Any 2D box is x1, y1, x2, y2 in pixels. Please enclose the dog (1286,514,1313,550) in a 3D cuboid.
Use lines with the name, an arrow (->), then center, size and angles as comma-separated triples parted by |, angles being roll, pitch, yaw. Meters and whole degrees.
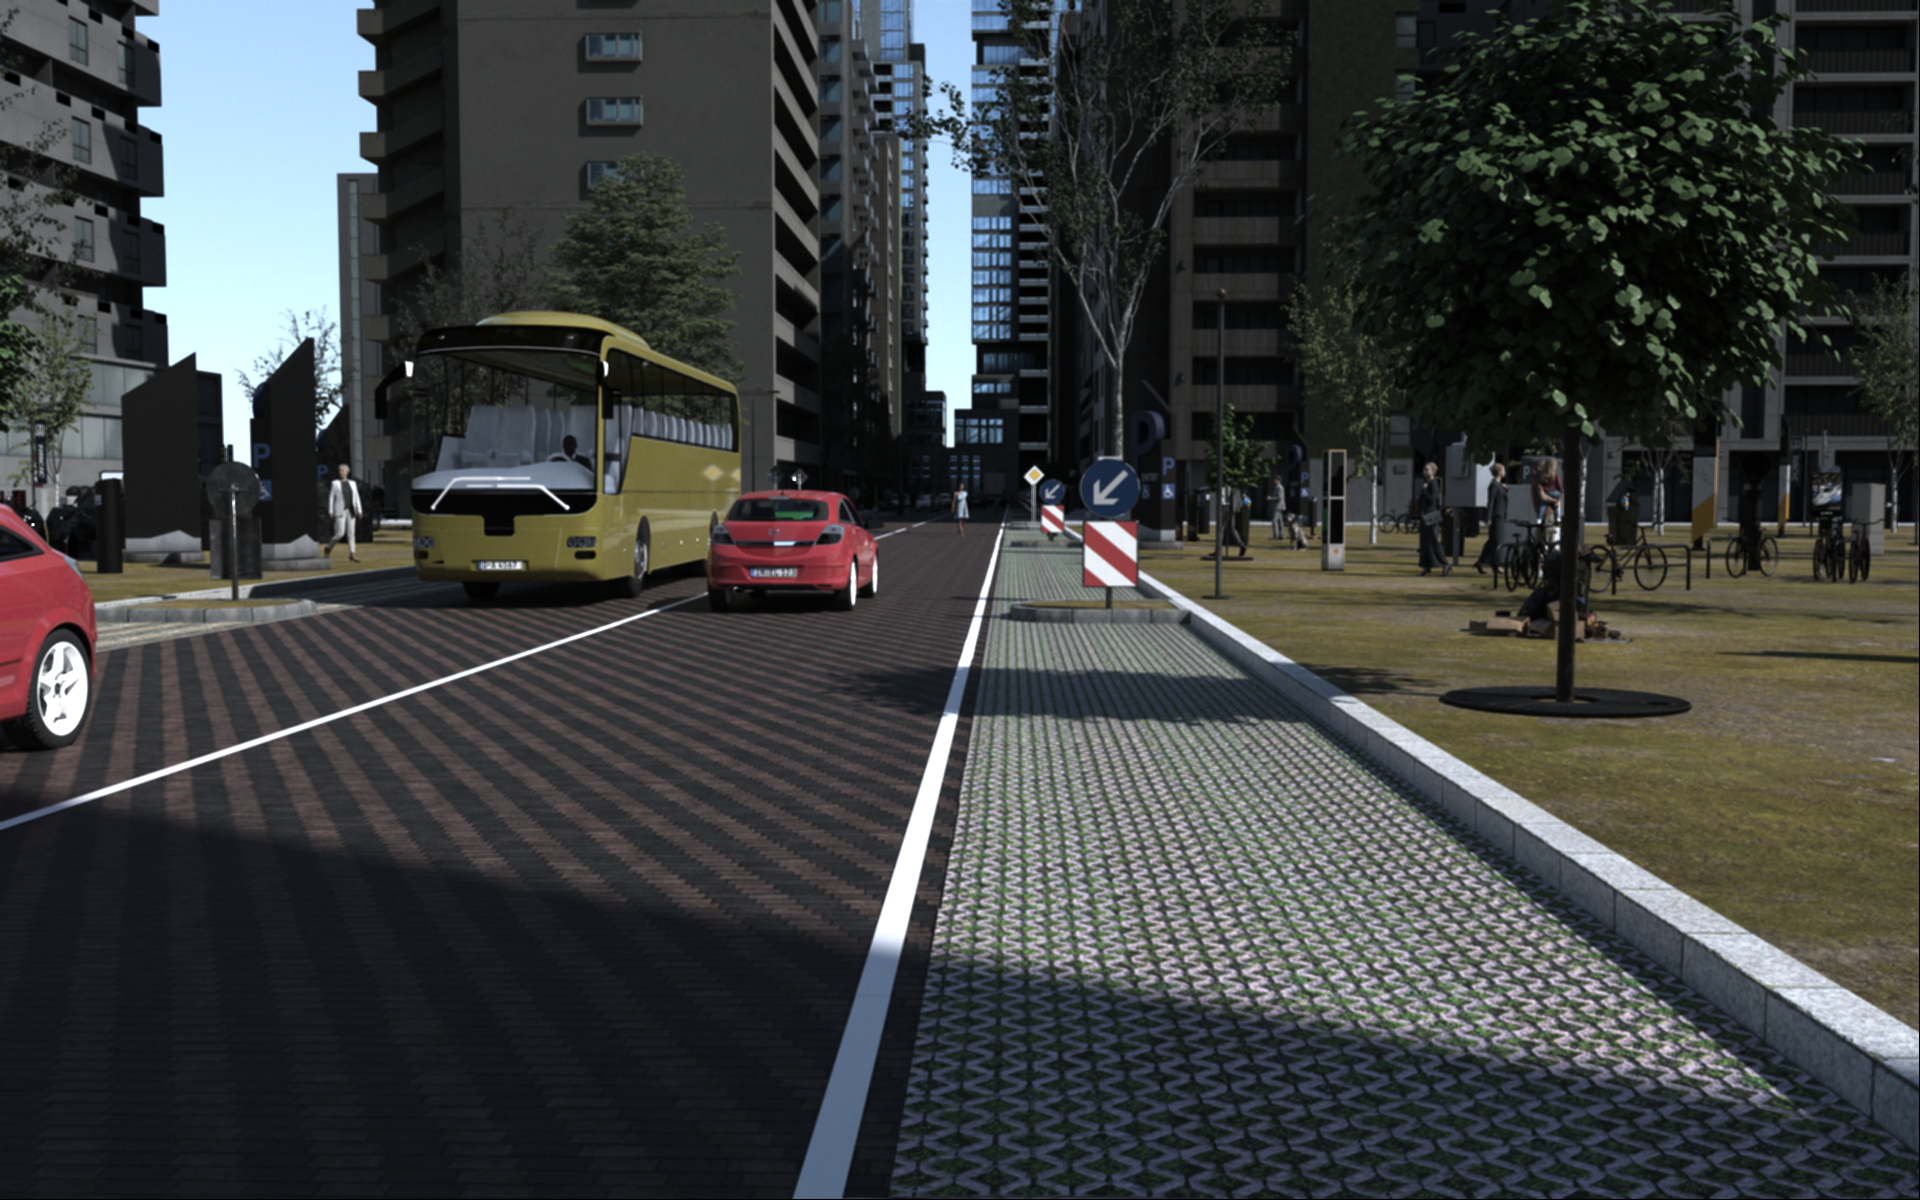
dog -> 7.848, -1.544, 39.622 | 0.800, 0.831, 0.513 | 0, 4, 7

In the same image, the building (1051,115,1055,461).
building -> 16.951, -30.952, 189.656 | 14.154, 41.232, 14.086 | 0, 4, 2

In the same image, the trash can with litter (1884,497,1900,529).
trash can with litter -> 34.085, -3.205, 63.795 | 0.624, 1.170, 1.055 | 0, 4, -7

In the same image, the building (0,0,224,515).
building -> -59.412, -30.728, 91.648 | 27.495, 52.752, 28.713 | 0, 4, 2

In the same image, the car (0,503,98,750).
car -> -5.949, 0.045, 8.310 | 2.155, 1.783, 4.494 | 0, 4, 1

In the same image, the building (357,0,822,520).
building -> -19.283, -28.695, 92.868 | 21.300, 48.544, 21.600 | 0, 4, 2

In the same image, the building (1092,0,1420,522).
building -> 13.749, -19.131, 84.487 | 14.107, 30.474, 14.160 | 0, 4, 2

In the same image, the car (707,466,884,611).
car -> -2.110, -0.835, 22.698 | 2.155, 1.783, 4.494 | 0, 4, 3

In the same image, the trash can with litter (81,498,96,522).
trash can with litter -> -25.461, -2.410, 50.792 | 0.624, 1.170, 1.055 | -1, 4, -13

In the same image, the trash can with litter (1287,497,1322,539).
trash can with litter -> 10.271, -2.373, 49.857 | 1.678, 1.210, 2.233 | 1, 4, 14

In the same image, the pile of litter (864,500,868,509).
pile of litter -> -8.408, -8.241, 148.704 | 1.719, 0.858, 1.176 | -1, 4, -20

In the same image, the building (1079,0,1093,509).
building -> 20.731, -31.526, 139.146 | 21.300, 48.544, 21.600 | 0, 4, 2

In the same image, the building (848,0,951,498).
building -> -17.568, -57.143, 246.962 | 31.000, 86.520, 22.319 | 0, 4, 2

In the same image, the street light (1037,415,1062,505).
street light -> 5.425, -7.898, 101.671 | 1.470, 5.913, 1.316 | 0, 4, 2

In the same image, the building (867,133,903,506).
building -> -13.778, -31.019, 190.758 | 14.154, 41.232, 14.086 | 0, 4, 2

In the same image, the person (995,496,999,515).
person -> 2.551, -6.525, 119.432 | 0.306, 1.304, 0.590 | 1, 4, 19

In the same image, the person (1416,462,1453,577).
person -> 7.348, -1.253, 26.947 | 0.534, 1.772, 0.576 | -1, 4, -17

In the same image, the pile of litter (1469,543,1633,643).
pile of litter -> 5.324, -0.105, 15.679 | 1.176, 0.858, 1.719 | 0, 4, -6

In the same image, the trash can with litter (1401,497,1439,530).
trash can with litter -> 16.649, -3.190, 63.211 | 1.678, 1.210, 2.233 | 2, 4, 28

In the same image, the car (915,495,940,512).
car -> -2.639, -7.953, 142.386 | 2.083, 1.381, 4.827 | 0, 4, 3

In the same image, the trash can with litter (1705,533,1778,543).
trash can with litter -> 20.977, -2.152, 46.244 | 1.678, 1.210, 2.233 | 1, 4, 12

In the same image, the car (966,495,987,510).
car -> 1.493, -8.894, 157.991 | 1.945, 1.354, 3.894 | 0, 4, 2

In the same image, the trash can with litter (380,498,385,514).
trash can with litter -> -34.653, -5.654, 103.829 | 1.055, 1.170, 0.624 | 1, 4, 15

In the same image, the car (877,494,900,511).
car -> -5.441, -7.644, 134.764 | 2.009, 1.686, 4.222 | 0, 4, 0

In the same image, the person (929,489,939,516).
person -> -1.692, -6.345, 112.825 | 0.643, 1.750, 0.593 | 1, 4, 12

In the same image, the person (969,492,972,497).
person -> 1.340, -11.817, 202.523 | 0.721, 1.723, 1.217 | 1, 4, 20

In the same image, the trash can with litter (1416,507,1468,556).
trash can with litter -> 9.920, -1.487, 35.693 | 0.624, 1.170, 1.055 | -3, 5, -44

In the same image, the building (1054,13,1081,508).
building -> 15.837, -31.164, 159.643 | 14.600, 45.320, 14.200 | 0, 4, 2

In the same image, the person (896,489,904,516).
person -> -3.823, -6.269, 111.413 | 0.534, 1.772, 0.576 | -2, 4, -35

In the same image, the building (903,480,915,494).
building -> -20.725, -34.385, 216.822 | 28.867, 44.769, 22.147 | 0, 4, 2

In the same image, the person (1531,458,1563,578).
person -> 8.915, -1.247, 26.414 | 0.573, 1.828, 0.580 | -2, 4, -31

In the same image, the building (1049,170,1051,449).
building -> 22.160, -36.202, 211.503 | 23.786, 49.044, 30.456 | 0, 4, 2

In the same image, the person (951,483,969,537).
person -> -0.015, -2.973, 57.200 | 0.616, 1.811, 0.778 | -1, 4, -16

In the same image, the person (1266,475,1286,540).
person -> 8.779, -2.572, 48.295 | 0.583, 1.804, 0.606 | 0, 4, 2

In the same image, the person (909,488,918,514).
person -> -3.411, -7.238, 126.201 | 0.648, 1.900, 0.474 | 0, 4, 8

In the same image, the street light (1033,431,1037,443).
street light -> 6.272, -9.456, 127.147 | 1.470, 5.913, 1.316 | 0, 4, 2

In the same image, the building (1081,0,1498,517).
building -> 21.477, -31.636, 106.494 | 28.713, 52.752, 27.495 | 0, 4, 2

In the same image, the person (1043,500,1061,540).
person -> 2.833, -2.696, 53.001 | 0.576, 1.772, 0.534 | -2, 4, -24

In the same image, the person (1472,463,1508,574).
person -> 8.538, -1.301, 27.744 | 0.534, 1.772, 0.576 | 0, 4, 3

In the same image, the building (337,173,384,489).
building -> -70.296, -32.979, 222.806 | 14.086, 41.232, 14.154 | 0, 4, 2

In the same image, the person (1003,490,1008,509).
person -> 4.226, -9.498, 163.773 | 0.705, 1.826, 1.348 | 1, 4, 15

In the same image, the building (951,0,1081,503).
building -> 13.429, -57.108, 246.394 | 31.000, 86.520, 22.319 | 0, 4, 2

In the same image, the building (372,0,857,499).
building -> -24.141, -26.576, 126.405 | 32.217, 40.220, 23.993 | 0, 4, 2

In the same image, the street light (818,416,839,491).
street light -> -7.915, -7.996, 103.274 | 1.470, 5.913, 1.316 | 0, 4, 2

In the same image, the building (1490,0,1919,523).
building -> 39.163, -39.539, 84.723 | 20.611, 71.187, 20.563 | 0, 4, 2

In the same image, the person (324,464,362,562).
person -> -11.678, -1.640, 32.743 | 0.818, 1.842, 0.514 | 2, 4, 27

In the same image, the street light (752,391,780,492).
street light -> -8.751, -6.438, 77.796 | 1.470, 5.913, 1.316 | 0, 4, 2

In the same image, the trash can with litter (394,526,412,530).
trash can with litter -> -19.446, -3.136, 62.339 | 1.678, 1.210, 2.233 | 3, 5, 45

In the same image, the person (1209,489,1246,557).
person -> 5.509, -1.798, 35.542 | 0.850, 1.850, 0.679 | 3, 5, 41

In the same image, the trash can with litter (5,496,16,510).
trash can with litter -> -31.656, -2.861, 57.827 | 2.233, 1.210, 1.678 | 3, 4, 38

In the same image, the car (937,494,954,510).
car -> -1.444, -9.106, 159.104 | 2.015, 1.641, 3.980 | 0, 4, 1

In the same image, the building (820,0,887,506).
building -> -19.590, -33.562, 168.351 | 23.786, 49.044, 30.456 | 0, 4, 2

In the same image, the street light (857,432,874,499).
street light -> -7.128, -9.581, 129.195 | 1.470, 5.913, 1.316 | 0, 4, 2

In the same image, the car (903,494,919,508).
car -> -4.716, -9.243, 159.921 | 1.959, 1.807, 4.718 | 0, 4, 2
